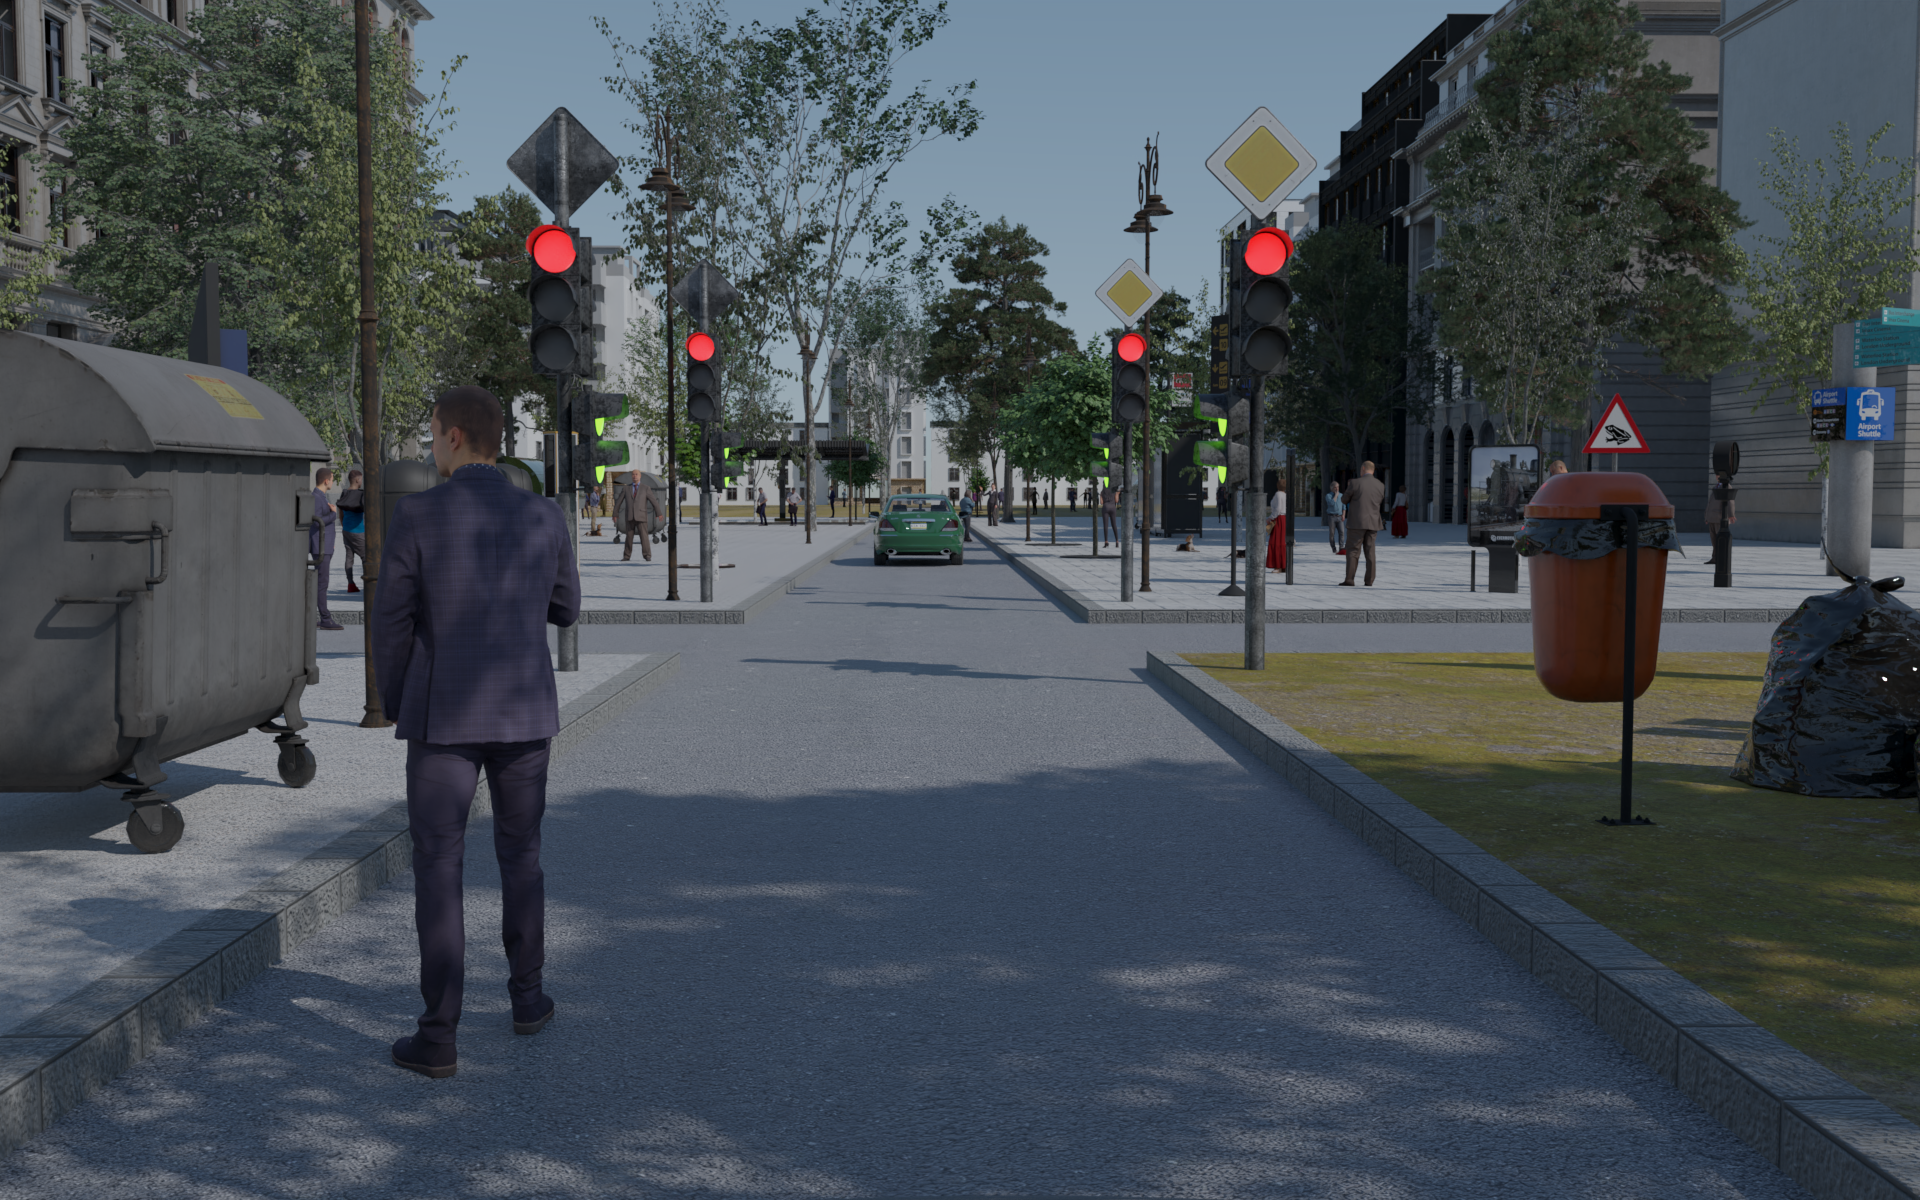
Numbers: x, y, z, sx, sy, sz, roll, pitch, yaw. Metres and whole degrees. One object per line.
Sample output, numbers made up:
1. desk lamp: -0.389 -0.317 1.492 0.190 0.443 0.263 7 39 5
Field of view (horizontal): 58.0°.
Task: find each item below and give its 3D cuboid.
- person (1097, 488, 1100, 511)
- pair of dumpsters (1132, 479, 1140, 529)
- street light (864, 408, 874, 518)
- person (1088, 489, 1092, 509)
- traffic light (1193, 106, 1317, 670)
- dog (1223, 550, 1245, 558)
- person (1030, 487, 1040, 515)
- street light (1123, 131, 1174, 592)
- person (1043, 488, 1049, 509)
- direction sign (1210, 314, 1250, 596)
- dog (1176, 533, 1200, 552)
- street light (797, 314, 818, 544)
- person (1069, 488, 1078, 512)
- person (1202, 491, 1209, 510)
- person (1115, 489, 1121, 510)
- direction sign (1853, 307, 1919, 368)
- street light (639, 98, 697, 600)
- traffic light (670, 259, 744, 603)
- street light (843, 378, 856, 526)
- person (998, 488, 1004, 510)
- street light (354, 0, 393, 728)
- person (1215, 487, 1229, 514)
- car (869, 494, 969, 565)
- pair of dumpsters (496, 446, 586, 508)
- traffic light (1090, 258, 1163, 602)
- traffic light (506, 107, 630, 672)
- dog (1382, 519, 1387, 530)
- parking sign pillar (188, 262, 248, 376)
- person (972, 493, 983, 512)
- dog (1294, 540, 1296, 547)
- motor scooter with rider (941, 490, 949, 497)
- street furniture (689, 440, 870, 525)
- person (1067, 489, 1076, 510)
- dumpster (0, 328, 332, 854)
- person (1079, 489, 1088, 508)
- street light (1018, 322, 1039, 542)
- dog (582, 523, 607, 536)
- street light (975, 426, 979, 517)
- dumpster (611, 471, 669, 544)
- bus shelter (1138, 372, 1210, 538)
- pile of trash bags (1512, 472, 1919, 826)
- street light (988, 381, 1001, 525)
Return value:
1. person: 10.194 -7.433 128.356 0.721 1.735 1.217 -3 5 -40
2. pair of dumpsters: 7.067 -3.600 61.350 1.574 2.255 4.436 0 4 -1
3. street light: -4.867 -7.349 92.951 0.468 5.910 1.993 0 4 -1
4. person: 11.045 -8.573 147.021 0.445 1.727 0.742 1 4 8
5. traffic light: 2.136 -1.426 12.559 0.839 4.213 0.868 0 4 -1
6. dog: 5.650 -1.027 34.533 0.550 0.427 0.748 -2 4 -30
7. person: 4.552 -6.133 107.038 0.721 1.735 1.217 3 5 39
8. street light: 2.436 -3.047 22.598 0.468 5.910 1.993 0 4 -1
9. person: 7.169 -8.486 145.334 0.434 1.755 0.990 -1 4 -22
10. direction sign: 3.453 -1.822 21.782 0.379 3.537 0.876 -2 4 -34
11. dog: 5.084 -1.277 38.609 0.550 0.427 0.748 0 4 8
12. street light: -3.915 -4.391 44.588 0.468 5.910 1.993 0 4 -1
13. person: 8.269 -7.300 125.845 0.568 1.767 0.683 3 5 43
14. person: 18.930 -7.941 135.859 1.348 1.826 0.705 -1 4 -12
15. person: 12.852 -8.308 141.978 1.348 1.812 0.705 1 4 16
16. direction sign: 12.335 -2.059 22.425 1.411 3.948 2.525 -2 4 -27
17. street light: -3.476 -2.936 20.793 0.468 5.910 1.993 0 4 -1
18. traffic light: -2.988 -1.907 20.425 0.839 4.213 0.868 0 4 -1
19. street light: -4.392 -5.894 69.157 0.468 5.910 1.993 0 4 -1
20. person: 2.960 -7.143 123.750 0.541 1.710 0.530 1 4 20
21. street light: -3.227 -2.239 9.394 0.468 5.910 1.993 0 4 -1
22. person: 17.350 -6.547 113.796 1.217 1.735 0.721 2 4 34
23. car: -0.860 -1.497 36.272 2.131 1.459 4.920 0 4 -1
24. pair of dumpsters: -8.515 -1.927 33.994 1.574 2.255 4.436 0 4 -1
25. traffic light: 1.972 -1.914 20.542 0.839 4.213 0.868 0 4 -1
26. traffic light: -2.824 -1.419 12.441 0.839 4.213 0.868 0 4 -1
27. dog: 14.798 -2.646 60.997 0.748 0.427 0.550 -1 4 -16
28. parking sign pillar: -8.936 -1.980 20.853 1.447 3.967 1.447 -2 4 -33
29. person: 1.071 -7.327 126.515 1.217 1.739 0.721 -1 4 -21
30. dog: 7.961 -1.660 41.515 0.800 0.831 0.513 -1 4 -16
31. motor scooter with rider: -1.129 -6.748 119.300 0.876 1.779 1.986 0 4 -1
32. street furniture: -7.665 -5.055 74.748 7.346 3.524 5.398 0 4 -1
33. person: 8.972 -8.100 139.198 0.721 1.743 1.217 -2 4 -30
34. dumpster: -3.395 -0.065 6.813 1.264 1.857 1.865 0 4 -1
35. person: 11.249 -9.111 155.825 1.217 1.723 0.721 2 4 27
36. street light: 1.843 -4.521 46.705 0.468 5.910 1.993 0 4 -1
37. dog: -11.085 -2.124 52.460 0.748 0.427 0.550 2 4 31
38. street light: 0.947 -7.460 94.761 0.468 5.910 1.993 0 4 -1
39. dumpster: -8.301 -2.396 44.930 1.264 1.857 1.865 0 4 -1
40. bus shelter: 6.648 -4.705 54.556 2.179 5.291 8.768 0 4 -1
41. pile of trash bags: 3.954 0.159 7.151 3.447 1.369 1.912 -1 4 -8
42. street light: 1.408 -6.001 70.903 0.468 5.910 1.993 0 4 -1
